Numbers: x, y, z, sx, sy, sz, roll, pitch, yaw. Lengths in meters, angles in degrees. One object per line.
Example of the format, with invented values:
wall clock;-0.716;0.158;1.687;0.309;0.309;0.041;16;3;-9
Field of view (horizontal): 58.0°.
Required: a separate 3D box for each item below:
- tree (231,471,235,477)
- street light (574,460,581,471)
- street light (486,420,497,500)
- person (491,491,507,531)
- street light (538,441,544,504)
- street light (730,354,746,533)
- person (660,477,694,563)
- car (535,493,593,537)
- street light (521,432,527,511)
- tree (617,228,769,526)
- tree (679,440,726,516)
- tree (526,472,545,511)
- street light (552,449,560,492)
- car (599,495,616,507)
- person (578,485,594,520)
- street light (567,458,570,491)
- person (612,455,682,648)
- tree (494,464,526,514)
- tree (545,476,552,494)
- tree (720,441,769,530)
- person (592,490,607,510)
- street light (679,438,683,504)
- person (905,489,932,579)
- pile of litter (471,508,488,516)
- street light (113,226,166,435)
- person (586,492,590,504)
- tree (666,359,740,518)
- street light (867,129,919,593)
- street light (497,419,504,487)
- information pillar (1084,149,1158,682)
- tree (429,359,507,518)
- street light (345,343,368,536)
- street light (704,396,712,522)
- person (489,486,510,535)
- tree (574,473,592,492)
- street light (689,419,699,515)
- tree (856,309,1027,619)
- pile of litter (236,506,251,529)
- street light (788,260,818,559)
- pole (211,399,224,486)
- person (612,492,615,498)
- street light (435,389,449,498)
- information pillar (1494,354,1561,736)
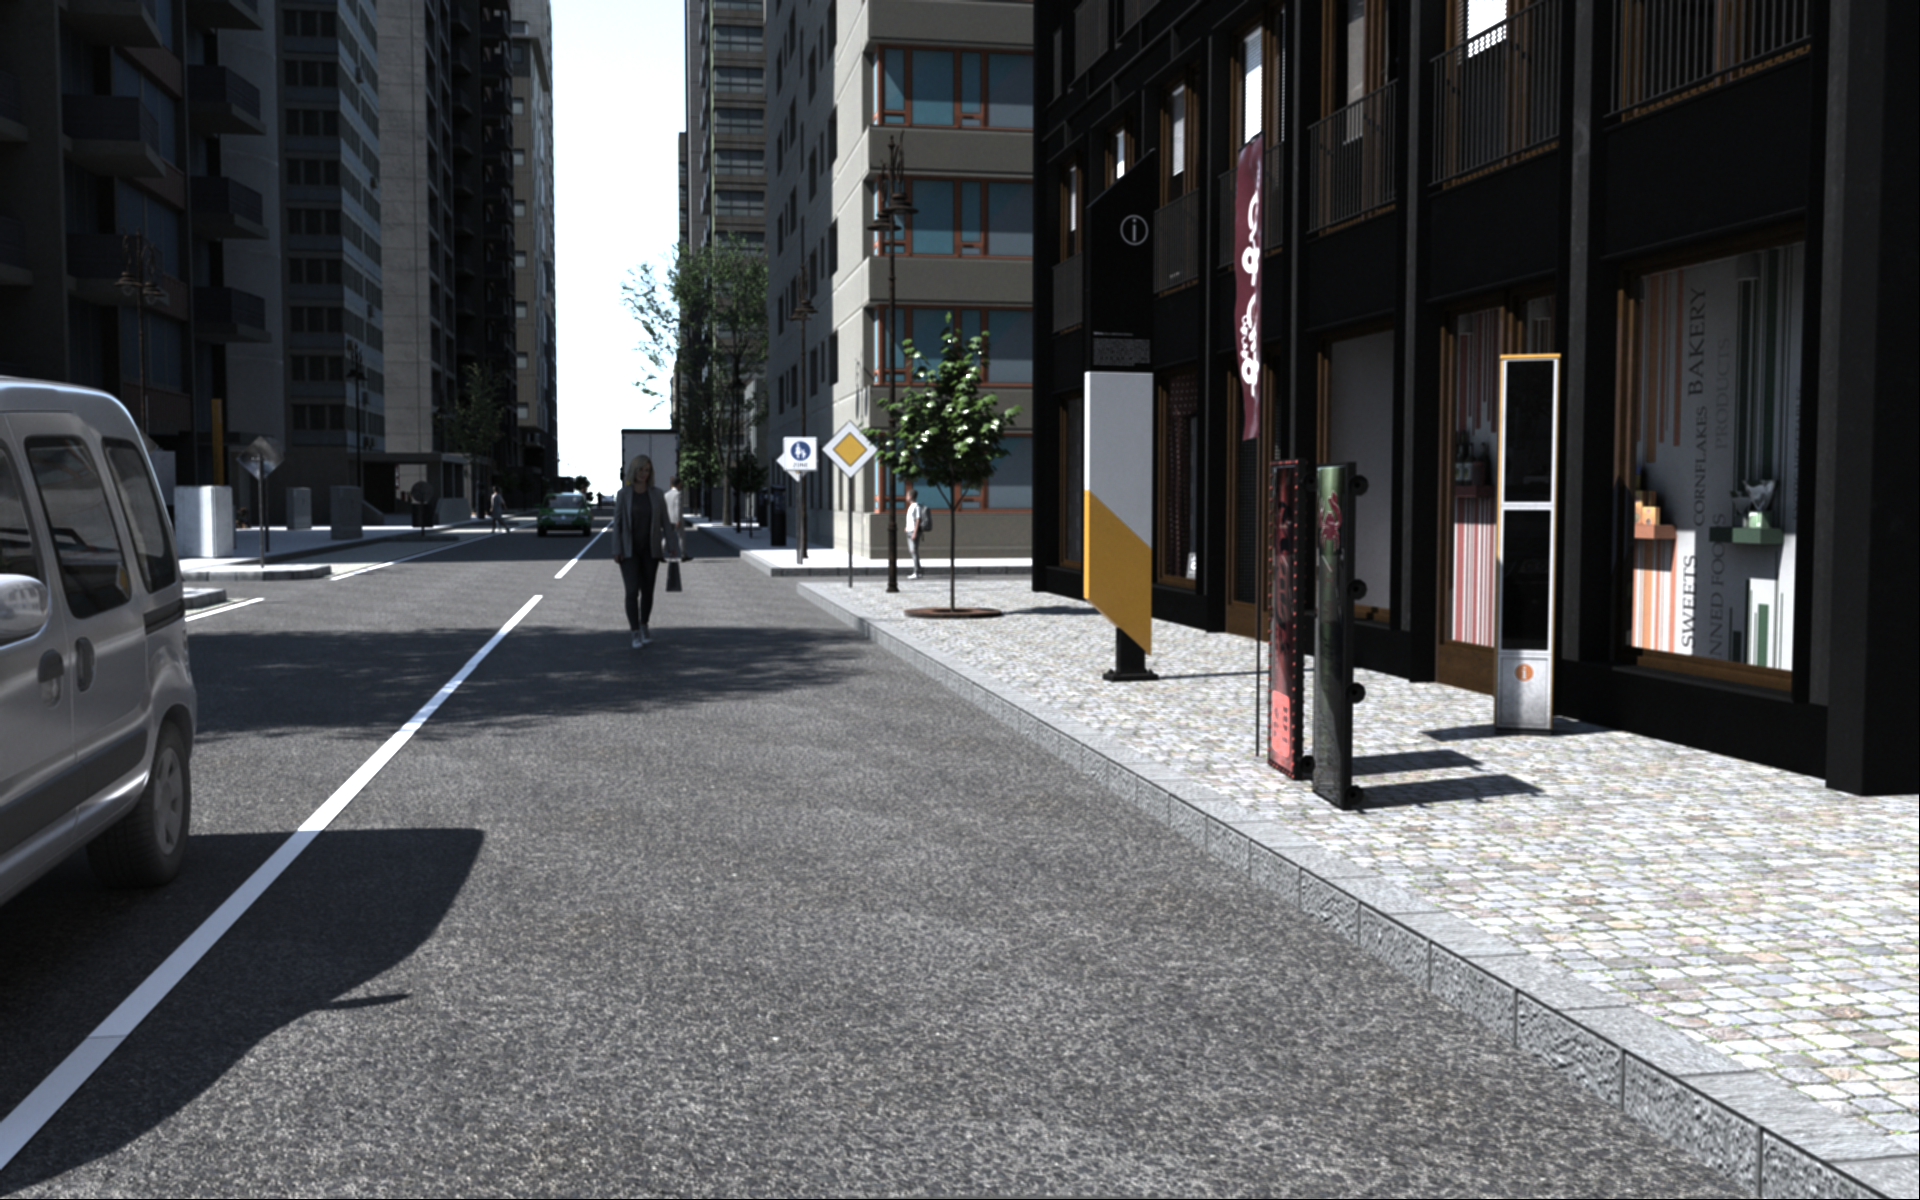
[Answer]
tree;-26.325;-4.060;60.983;1.663;3.219;1.824;0;3;0
street light;-51.757;-15.940;233.398;0.468;5.910;1.993;-1;4;-10
street light;-26.931;-7.712;98.878;0.468;5.910;1.993;-1;4;-10
person;-17.570;-3.497;66.341;0.598;1.740;0.731;1;4;16
street light;-36.671;-10.953;151.865;0.468;5.910;1.993;-1;4;-10
street light;-7.334;-5.162;57.192;0.468;5.910;1.993;-1;4;-10
person;-6.000;-1.685;36.327;0.678;1.792;0.850;3;5;43
car;-13.637;-3.114;59.711;1.959;1.807;4.718;-1;4;-12
street light;-32.471;-9.557;129.047;0.468;5.910;1.993;-1;4;-10
tree;-9.483;-8.779;69.298;9.928;11.665;9.643;0;3;0
tree;-15.018;-7.168;100.906;4.285;4.588;4.351;0;3;0
tree;-32.981;-8.388;131.740;1.663;3.219;1.824;0;3;0
street light;-40.958;-12.365;174.952;0.468;5.910;1.993;-1;4;-10
car;-40.578;-11.412;198.941;2.083;1.381;4.827;-1;4;-11
person;-15.614;-3.876;71.859;0.713;1.824;0.794;3;4;37
street light;-47.588;-14.544;210.574;0.468;5.910;1.993;-1;4;-10
person;-2.945;-0.471;16.390;0.709;1.800;0.728;-1;4;-17
tree;-29.840;-7.280;113.635;1.663;3.219;1.824;0;3;0
tree;-42.604;-11.217;178.000;1.663;3.219;1.824;0;3;0
tree;-7.537;-4.142;62.322;1.663;3.219;1.824;0;3;0
person;-33.237;-9.245;159.674;1.348;1.821;0.705;-1;4;-23
street light;-21.558;-9.877;134.282;0.468;5.910;1.993;-1;4;-10
person;-0.760;-1.119;29.390;0.503;1.515;0.523;3;5;43
pile of litter;-28.540;-5.434;102.813;1.719;0.858;1.176;1;4;13
street light;-14.216;-3.509;30.153;0.468;5.910;1.993;-1;4;-10
person;-37.941;-10.182;176.446;0.593;1.643;0.415;-3;5;-43
tree;-13.700;-8.657;91.907;4.737;8.622;4.395;0;3;0
street light;-0.879;-3.038;22.456;0.468;5.910;1.993;-1;4;-10
street light;-28.167;-8.143;105.927;0.468;5.910;1.993;-1;4;-10
information pillar;1.097;-1.251;11.814;0.504;3.616;0.183;-1;4;-18
tree;-26.428;-8.800;94.245;4.737;8.622;4.395;0;3;0
street light;-18.405;-4.904;52.973;0.468;5.910;1.993;-1;4;-10
street light;-11.612;-6.576;80.310;0.468;5.910;1.993;-1;4;-10
person;-16.330;-3.181;61.264;0.760;1.731;0.466;-3;4;-36
tree;-57.001;-16.952;260.873;4.285;4.588;4.351;0;3;0
street light;-15.908;-8.035;104.162;0.468;5.910;1.993;-1;4;-10
tree;-0.078;-1.452;18.344;1.663;3.219;1.824;0;3;0
pile of litter;-26.869;-3.077;64.279;1.176;0.858;1.719;0;4;-7
street light;-3.106;-3.767;34.379;0.468;5.910;1.993;-1;4;-10
pole;-15.913;-2.650;37.167;0.158;3.312;0.155;0;3;0
person;-51.410;-15.128;256.531;0.721;1.739;1.217;-2;4;-30
street light;-22.702;-6.317;76.065;0.468;5.910;1.993;-1;4;-10
information pillar;3.035;-0.293;9.277;0.304;2.012;0.304;1;4;18
